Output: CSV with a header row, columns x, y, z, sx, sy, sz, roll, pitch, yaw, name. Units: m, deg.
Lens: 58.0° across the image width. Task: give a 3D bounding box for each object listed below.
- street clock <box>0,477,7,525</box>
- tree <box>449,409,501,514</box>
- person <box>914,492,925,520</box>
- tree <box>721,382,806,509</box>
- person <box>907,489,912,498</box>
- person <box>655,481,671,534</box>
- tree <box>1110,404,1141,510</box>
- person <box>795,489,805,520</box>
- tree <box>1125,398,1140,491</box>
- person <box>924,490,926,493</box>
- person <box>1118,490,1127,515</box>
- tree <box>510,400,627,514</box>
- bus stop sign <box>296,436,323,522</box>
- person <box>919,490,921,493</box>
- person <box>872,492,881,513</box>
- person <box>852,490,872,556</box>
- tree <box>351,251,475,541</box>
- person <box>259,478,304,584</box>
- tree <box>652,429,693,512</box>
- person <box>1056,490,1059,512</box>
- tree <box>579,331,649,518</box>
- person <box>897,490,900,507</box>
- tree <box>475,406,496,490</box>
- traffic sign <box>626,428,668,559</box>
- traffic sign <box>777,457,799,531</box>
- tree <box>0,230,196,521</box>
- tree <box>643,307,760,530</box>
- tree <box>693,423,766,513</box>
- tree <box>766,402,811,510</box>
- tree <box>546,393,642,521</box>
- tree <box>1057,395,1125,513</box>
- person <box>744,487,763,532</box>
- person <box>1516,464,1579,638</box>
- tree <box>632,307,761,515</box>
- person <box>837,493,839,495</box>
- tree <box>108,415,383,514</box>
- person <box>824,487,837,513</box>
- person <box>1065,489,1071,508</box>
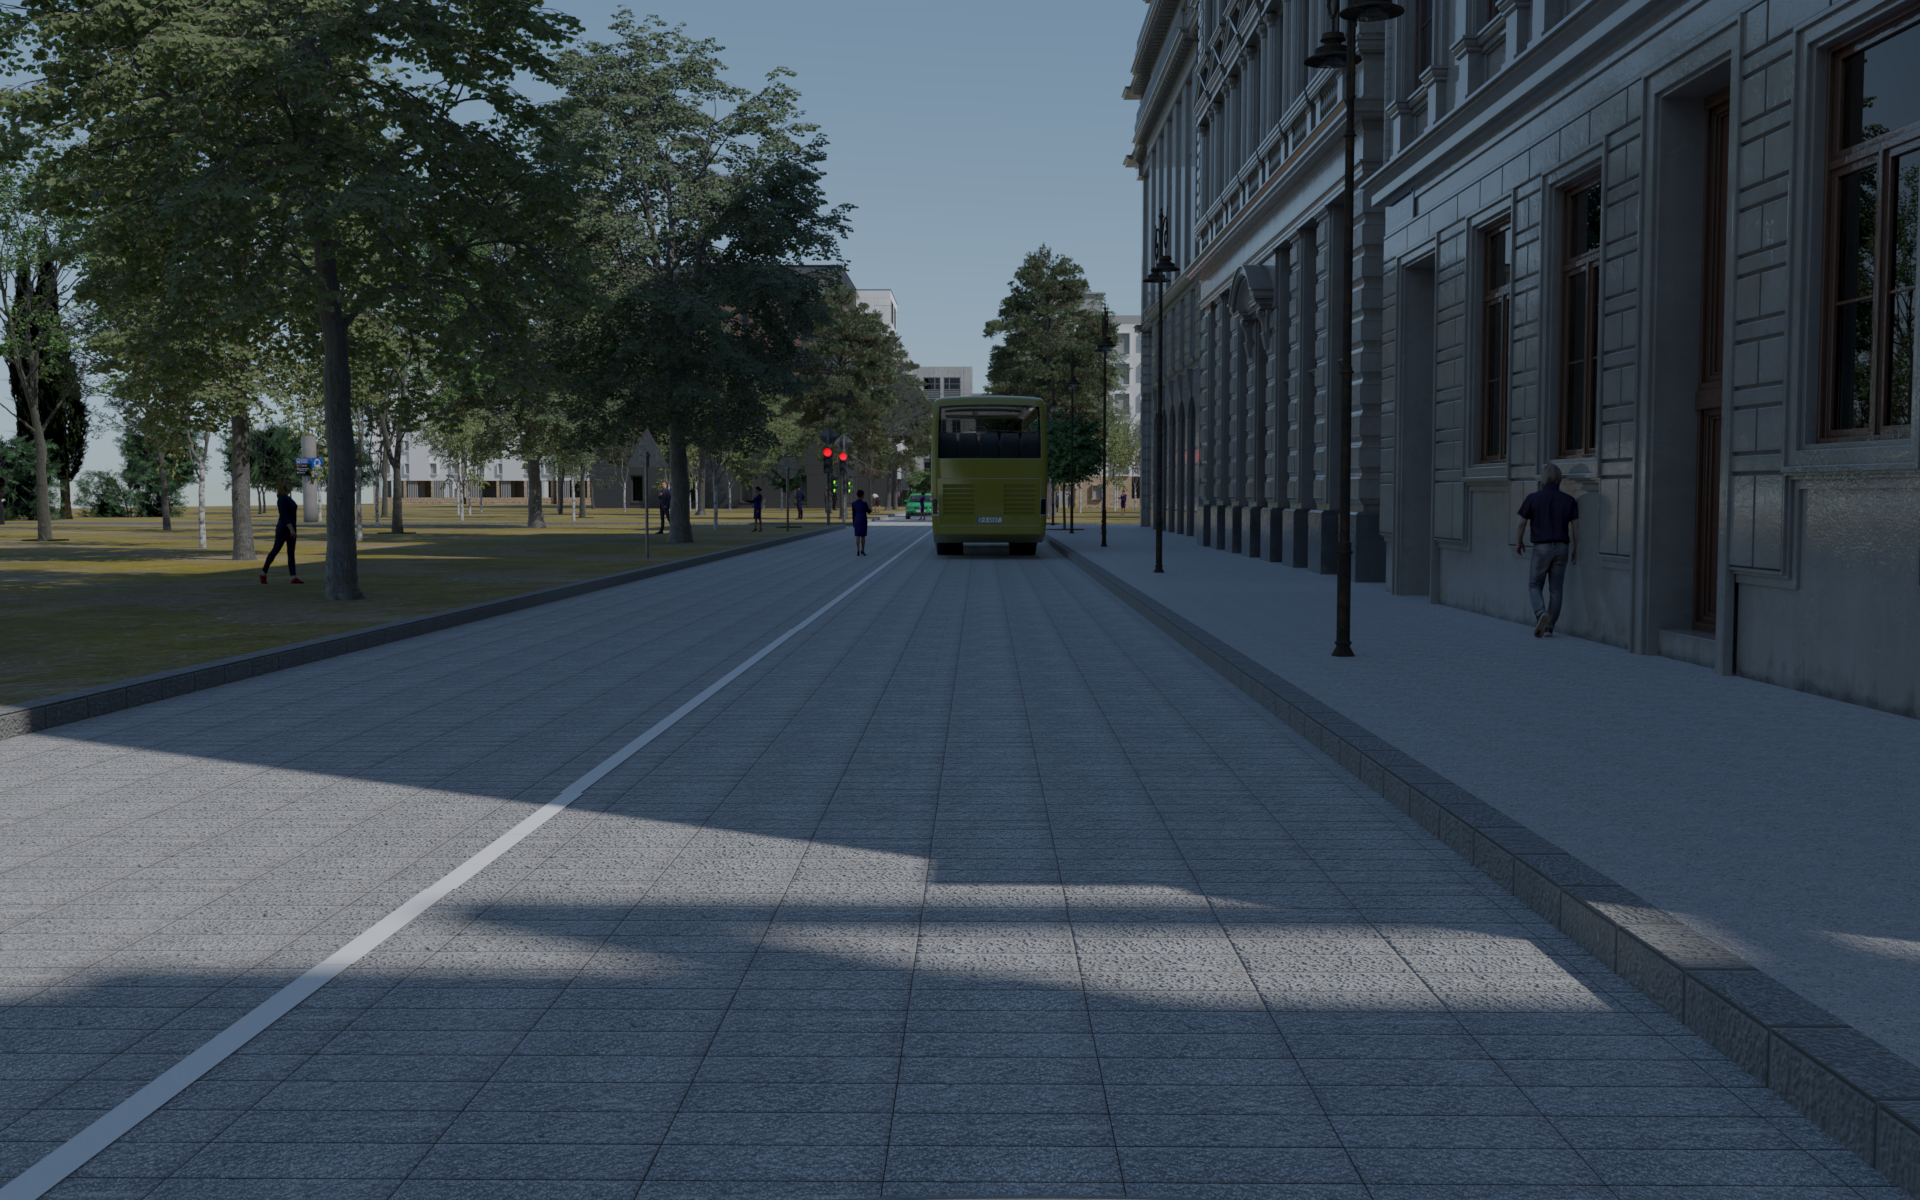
x,y,z,sx,sy,sz,roll,pitch,yaw,name
-40.053,-4.144,72.325,0.471,2.002,0.358,-1,4,-10,street clock
-31.845,-9.693,108.837,4.360,8.622,3.978,0,3,0,tree
-2.168,-5.126,94.685,0.546,1.535,0.453,-2,4,-24,person
-16.436,-14.074,148.241,7.486,12.596,7.792,0,3,0,tree
-5.188,-10.681,180.819,0.705,1.807,1.348,-1,4,-23,person
-9.492,-2.978,55.657,0.530,1.710,0.541,-3,4,-36,person
14.174,-11.589,139.848,4.360,8.622,3.978,0,3,0,tree
-8.082,-4.881,86.560,0.504,1.737,0.576,1,4,15,person
10.143,-10.545,122.781,4.737,8.622,4.395,0,3,0,tree
-4.407,-12.865,216.404,0.705,1.822,1.348,1,4,21,person
9.905,-5.940,105.530,0.453,1.535,0.546,1,4,20,person
-25.480,-10.830,111.488,7.601,10.594,8.767,1,4,12,tree
-29.530,-5.482,78.651,0.837,3.901,0.837,1,4,16,bus stop sign
-4.668,-11.910,201.695,0.530,1.710,0.541,0,4,-2,person
-5.747,-6.669,118.277,0.799,1.438,0.628,1,4,15,person
-2.281,-1.793,40.181,0.453,1.535,0.546,0,4,-1,person
-16.636,-5.915,47.076,4.737,8.622,4.395,0,3,0,tree
-9.701,-0.987,24.722,0.613,1.512,0.480,-1,4,-18,person
-20.024,-10.784,126.674,4.737,8.622,4.395,0,3,0,tree
6.788,-6.954,121.953,0.429,1.552,0.499,2,4,29,person
-19.929,-10.160,91.879,9.928,11.665,9.643,0,3,0,tree
-6.211,-10.150,172.939,0.436,1.711,0.756,0,4,-1,person
-24.156,-8.125,83.210,4.737,8.622,4.395,0,3,0,tree
-6.209,-2.099,34.327,0.884,2.594,0.081,1,4,10,traffic sign
-5.914,-3.627,59.404,0.768,2.556,0.104,1,4,8,traffic sign
-48.516,-11.475,89.435,13.155,14.587,18.604,0,4,-4,tree
-8.727,-6.794,61.445,4.360,8.622,3.978,0,3,0,tree
-16.077,-10.440,121.053,4.737,8.622,4.395,0,3,0,tree
-13.679,-11.303,135.165,4.737,8.622,4.395,0,3,0,tree
-18.335,-8.096,82.734,4.360,8.622,3.978,0,3,0,tree
8.017,-10.190,116.970,4.737,8.622,4.395,0,3,0,tree
-6.913,-3.055,58.359,0.453,1.535,0.546,3,4,37,person
5.224,-0.447,15.558,0.569,1.553,0.471,3,5,45,person
-15.650,-12.020,103.954,7.806,13.903,7.818,0,3,0,tree
-10.048,-8.117,139.448,0.600,1.739,0.565,-1,4,-10,person
-49.827,-9.297,114.905,20.602,7.101,11.467,1,4,22,tree
-8.669,-6.586,114.416,0.600,1.739,0.565,2,4,28,person
9.856,-9.151,156.464,0.742,1.727,0.445,-2,4,-30,person
